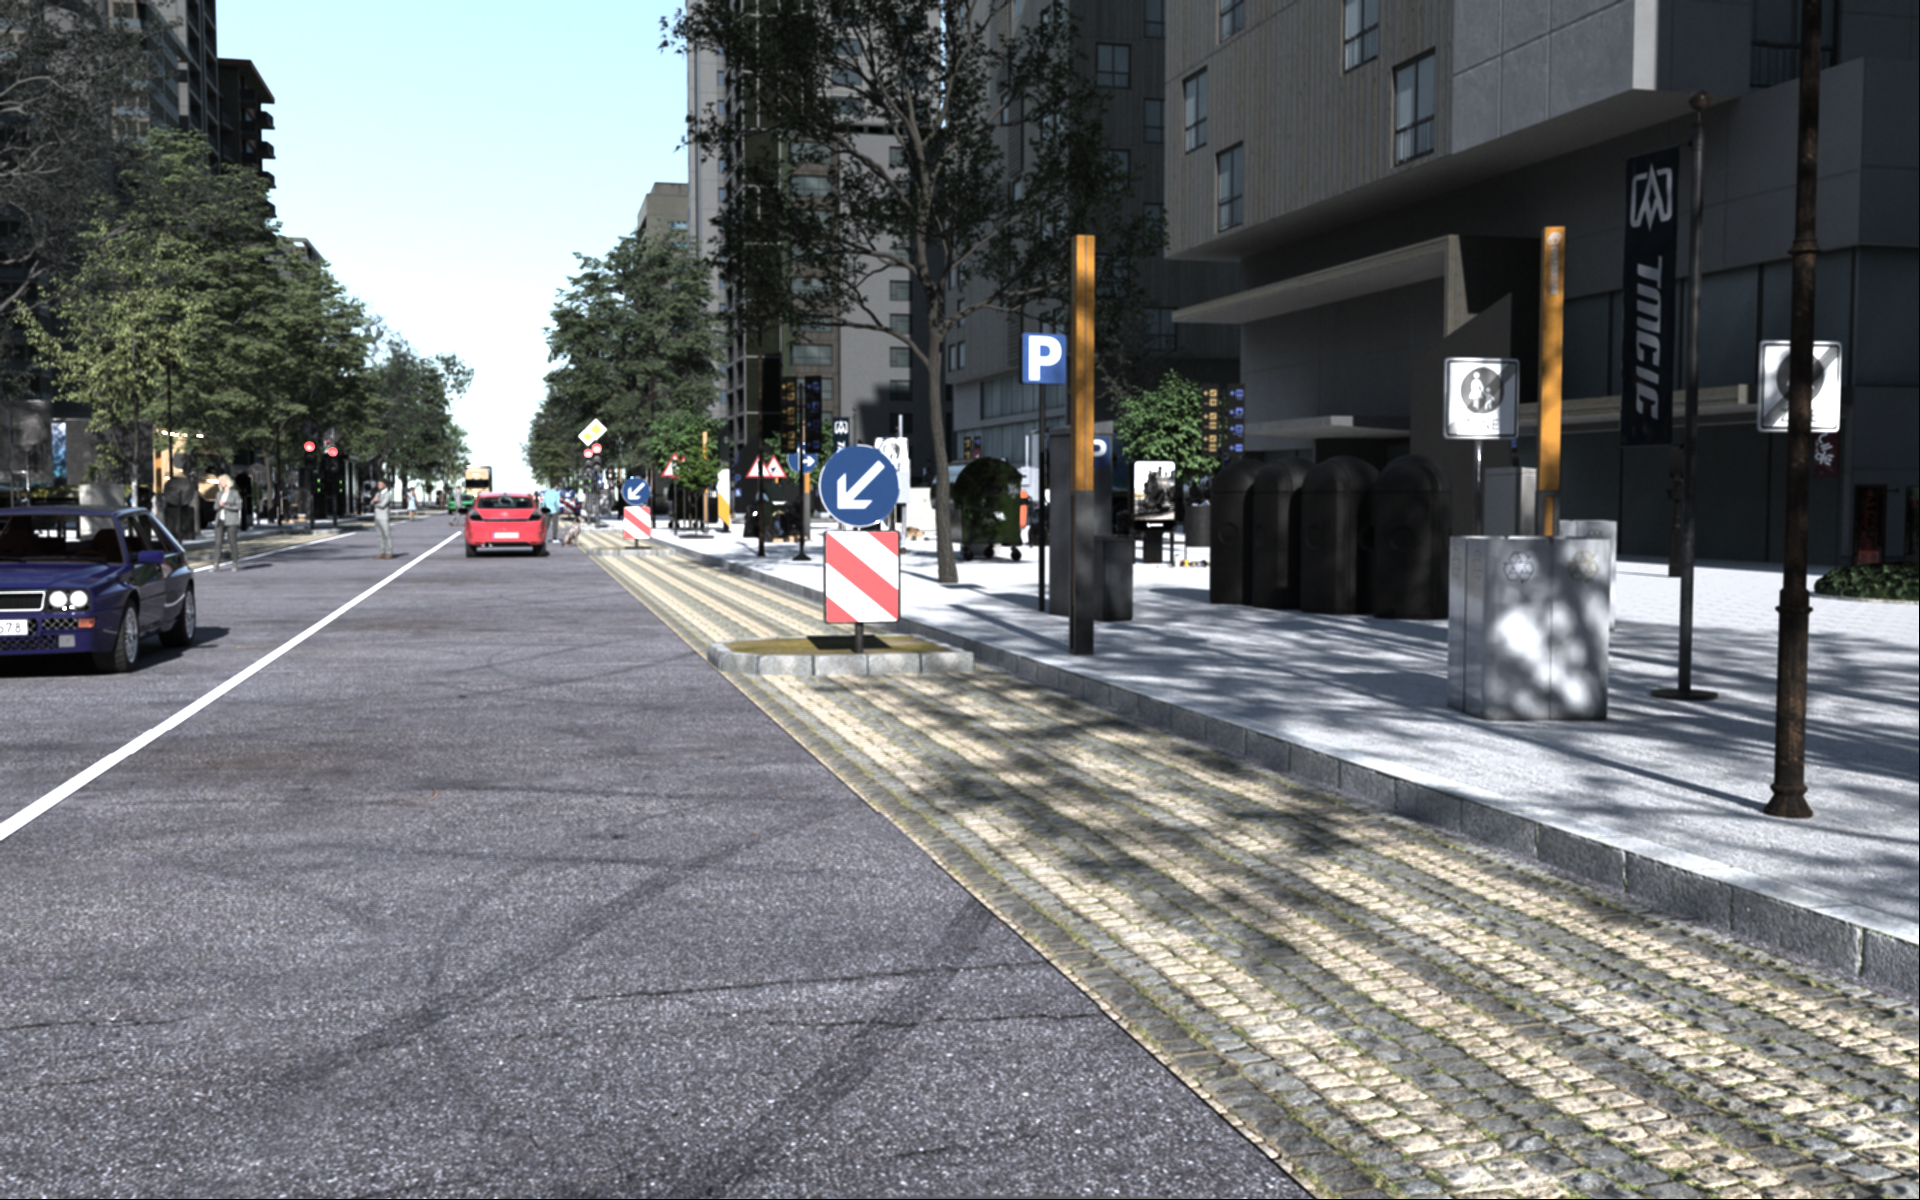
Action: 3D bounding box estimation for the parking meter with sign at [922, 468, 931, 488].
[{"bbox_3d":[-2.168,-7.187,113.763,0.543,3.016,1.738,0,4,-6],"label":"parking meter with sign"}]

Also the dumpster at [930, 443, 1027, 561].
[{"bbox_3d":[0.362,-1.917,33.841,1.502,2.255,1.985,-1,4,-14],"label":"dumpster"}]

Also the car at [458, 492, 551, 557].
[{"bbox_3d":[-10.724,-1.943,40.811,2.155,1.783,4.494,-1,4,-15],"label":"car"}]

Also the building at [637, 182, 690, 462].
[{"bbox_3d":[-37.896,-39.284,265.990,21.300,48.544,21.600,-1,4,-14],"label":"building"}]

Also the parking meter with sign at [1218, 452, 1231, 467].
[{"bbox_3d":[11.130,-4.528,70.287,0.543,3.016,1.738,-1,4,-21],"label":"parking meter with sign"}]

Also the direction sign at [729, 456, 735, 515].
[{"bbox_3d":[-13.711,-6.832,103.704,0.379,3.537,0.876,-3,4,-37],"label":"direction sign"}]

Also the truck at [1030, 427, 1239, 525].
[{"bbox_3d":[8.786,-5.272,75.103,11.283,4.237,2.839,-1,4,-13],"label":"truck"}]

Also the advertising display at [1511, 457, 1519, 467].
[{"bbox_3d":[9.636,-1.552,30.588,0.123,1.923,0.974,0,4,-1],"label":"advertising display"}]

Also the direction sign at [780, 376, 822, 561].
[{"bbox_3d":[-3.057,-2.530,33.358,0.876,3.537,0.379,1,4,22],"label":"direction sign"}]

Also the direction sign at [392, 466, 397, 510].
[{"bbox_3d":[-46.318,-9.153,141.652,0.379,3.537,0.876,0,4,-4],"label":"direction sign"}]

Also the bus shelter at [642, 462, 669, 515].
[{"bbox_3d":[-18.981,-8.098,110.041,2.179,5.291,8.768,-1,4,-14],"label":"bus shelter"}]

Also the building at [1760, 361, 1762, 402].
[{"bbox_3d":[43.952,-25.962,108.066,14.086,41.232,14.154,-1,4,-14],"label":"building"}]

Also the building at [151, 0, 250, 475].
[{"bbox_3d":[-71.458,-43.230,145.058,20.563,71.187,20.611,-1,4,-14],"label":"building"}]

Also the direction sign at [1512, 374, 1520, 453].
[{"bbox_3d":[10.362,-2.511,33.053,0.379,3.537,0.876,-1,4,-19],"label":"direction sign"}]

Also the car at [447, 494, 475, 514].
[{"bbox_3d":[-35.510,-7.001,123.258,1.959,1.807,4.718,-1,4,-15],"label":"car"}]

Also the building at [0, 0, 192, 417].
[{"bbox_3d":[-69.315,-26.334,122.443,32.217,40.220,23.993,-1,4,-14],"label":"building"}]

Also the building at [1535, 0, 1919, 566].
[{"bbox_3d":[22.573,-27.820,44.104,28.713,52.752,27.495,-1,4,-14],"label":"building"}]

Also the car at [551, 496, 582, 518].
[{"bbox_3d":[-23.683,-5.589,103.961,1.945,1.354,3.894,-1,4,-14],"label":"car"}]

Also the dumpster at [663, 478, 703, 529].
[{"bbox_3d":[-10.254,-3.810,64.787,1.502,2.255,1.985,-1,4,-14],"label":"dumpster"}]

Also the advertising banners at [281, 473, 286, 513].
[{"bbox_3d":[-44.226,-7.155,113.172,0.090,3.025,2.074,-1,4,-14],"label":"advertising banners"}]

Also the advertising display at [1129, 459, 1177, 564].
[{"bbox_3d":[3.568,-1.639,32.005,0.974,1.923,0.123,-2,4,-28],"label":"advertising display"}]

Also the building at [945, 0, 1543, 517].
[{"bbox_3d":[14.862,-31.563,105.295,27.495,52.752,28.713,-1,4,-14],"label":"building"}]

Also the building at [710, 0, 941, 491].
[{"bbox_3d":[-14.224,-44.893,172.258,20.563,71.187,20.611,-1,4,-14],"label":"building"}]

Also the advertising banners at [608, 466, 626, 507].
[{"bbox_3d":[-21.096,-6.862,108.377,2.074,3.025,0.090,0,4,4],"label":"advertising banners"}]

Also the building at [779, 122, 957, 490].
[{"bbox_3d":[-7.569,-22.449,138.743,14.160,30.474,14.107,-1,4,-14],"label":"building"}]

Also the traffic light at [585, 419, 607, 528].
[{"bbox_3d":[-13.588,-4.634,64.687,0.839,4.253,0.868,-1,4,-14],"label":"traffic light"}]

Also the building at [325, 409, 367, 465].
[{"bbox_3d":[-107.467,-25.883,268.233,27.650,21.520,28.899,-1,4,-14],"label":"building"}]

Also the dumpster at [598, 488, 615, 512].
[{"bbox_3d":[-25.941,-7.422,127.111,1.264,1.857,1.865,-1,4,-14],"label":"dumpster"}]

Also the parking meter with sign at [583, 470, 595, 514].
[{"bbox_3d":[-26.359,-7.736,122.740,0.543,3.016,1.738,-1,4,-14],"label":"parking meter with sign"}]

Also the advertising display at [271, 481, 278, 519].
[{"bbox_3d":[-38.023,-5.561,96.136,0.123,1.923,0.974,-2,4,-33],"label":"advertising display"}]

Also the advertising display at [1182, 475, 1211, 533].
[{"bbox_3d":[7.737,-3.152,56.742,0.974,1.923,0.123,2,4,32],"label":"advertising display"}]

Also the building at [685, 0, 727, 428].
[{"bbox_3d":[-20.244,-40.053,196.871,21.231,58.520,28.212,-1,4,-14],"label":"building"}]

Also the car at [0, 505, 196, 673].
[{"bbox_3d":[-7.772,-0.140,14.863,1.945,1.354,3.894,-1,4,-14],"label":"car"}]

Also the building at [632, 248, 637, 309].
[{"bbox_3d":[-43.468,-38.968,291.747,22.147,44.769,28.867,-1,4,-14],"label":"building"}]

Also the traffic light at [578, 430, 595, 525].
[{"bbox_3d":[-15.561,-5.107,72.425,0.839,4.253,0.868,-1,4,-14],"label":"traffic light"}]

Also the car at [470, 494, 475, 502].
[{"bbox_3d":[-42.247,-8.329,148.178,2.014,1.417,4.499,-1,4,-13],"label":"car"}]

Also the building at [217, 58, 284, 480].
[{"bbox_3d":[-79.457,-31.499,169.633,22.147,44.769,28.867,-1,4,-14],"label":"building"}]

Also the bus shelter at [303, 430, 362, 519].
[{"bbox_3d":[-33.514,-7.009,92.222,2.179,5.291,8.768,-1,4,-14],"label":"bus shelter"}]

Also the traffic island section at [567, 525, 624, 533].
[{"bbox_3d":[-13.547,-2.601,64.811,2.009,0.180,2.903,-1,4,-14],"label":"traffic island section"}]

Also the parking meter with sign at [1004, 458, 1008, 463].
[{"bbox_3d":[1.427,-5.267,82.375,1.738,3.016,0.543,-3,4,-37],"label":"parking meter with sign"}]

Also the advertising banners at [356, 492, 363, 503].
[{"bbox_3d":[-40.370,-7.197,113.863,2.074,3.025,0.090,-1,4,-11],"label":"advertising banners"}]

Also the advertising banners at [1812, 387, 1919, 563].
[{"bbox_3d":[14.693,-1.938,27.874,2.074,3.025,0.090,3,5,45],"label":"advertising banners"}]

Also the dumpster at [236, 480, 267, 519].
[{"bbox_3d":[-36.410,-5.277,88.770,1.502,2.255,1.985,-1,4,-14],"label":"dumpster"}]

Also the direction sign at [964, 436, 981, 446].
[{"bbox_3d":[0.485,-4.661,68.209,0.876,3.537,0.379,3,5,42],"label":"direction sign"}]

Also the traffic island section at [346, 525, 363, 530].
[{"bbox_3d":[-25.300,-2.923,70.070,2.009,0.180,2.903,-1,4,-14],"label":"traffic island section"}]

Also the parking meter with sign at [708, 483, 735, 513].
[{"bbox_3d":[-14.997,-6.905,109.157,0.543,3.016,1.738,3,4,38],"label":"parking meter with sign"}]

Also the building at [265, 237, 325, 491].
[{"bbox_3d":[-102.392,-33.598,241.207,32.217,40.220,23.993,-1,4,-14],"label":"building"}]

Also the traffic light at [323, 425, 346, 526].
[{"bbox_3d":[-25.259,-4.956,69.946,0.839,4.253,0.868,-1,4,-14],"label":"traffic light"}]

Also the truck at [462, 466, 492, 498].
[{"bbox_3d":[-48.231,-11.290,173.498,2.839,4.237,11.283,-1,4,-14],"label":"truck"}]

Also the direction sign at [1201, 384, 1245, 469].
[{"bbox_3d":[5.402,-2.669,35.632,0.876,3.537,0.379,0,4,-1],"label":"direction sign"}]

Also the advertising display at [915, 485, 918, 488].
[{"bbox_3d":[-3.030,-7.045,120.403,0.123,1.923,0.974,0,4,6],"label":"advertising display"}]

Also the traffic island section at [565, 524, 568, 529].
[{"bbox_3d":[-15.519,-3.075,72.550,2.009,0.180,2.903,-1,4,-14],"label":"traffic island section"}]

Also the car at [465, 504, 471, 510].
[{"bbox_3d":[-16.694,-3.086,62.261,2.131,1.459,4.920,-1,4,-15],"label":"car"}]

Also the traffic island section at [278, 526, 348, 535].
[{"bbox_3d":[-23.328,-2.450,62.332,2.009,0.180,2.903,-1,4,-14],"label":"traffic island section"}]

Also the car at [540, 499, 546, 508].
[{"bbox_3d":[-35.690,-8.476,151.160,1.945,1.354,3.894,-1,4,-14],"label":"car"}]

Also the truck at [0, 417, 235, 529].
[{"bbox_3d":[-32.326,-4.611,64.299,11.283,4.237,2.839,-1,4,-15],"label":"truck"}]

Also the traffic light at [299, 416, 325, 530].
[{"bbox_3d":[-23.286,-4.482,62.207,0.839,4.253,0.868,-1,4,-14],"label":"traffic light"}]
